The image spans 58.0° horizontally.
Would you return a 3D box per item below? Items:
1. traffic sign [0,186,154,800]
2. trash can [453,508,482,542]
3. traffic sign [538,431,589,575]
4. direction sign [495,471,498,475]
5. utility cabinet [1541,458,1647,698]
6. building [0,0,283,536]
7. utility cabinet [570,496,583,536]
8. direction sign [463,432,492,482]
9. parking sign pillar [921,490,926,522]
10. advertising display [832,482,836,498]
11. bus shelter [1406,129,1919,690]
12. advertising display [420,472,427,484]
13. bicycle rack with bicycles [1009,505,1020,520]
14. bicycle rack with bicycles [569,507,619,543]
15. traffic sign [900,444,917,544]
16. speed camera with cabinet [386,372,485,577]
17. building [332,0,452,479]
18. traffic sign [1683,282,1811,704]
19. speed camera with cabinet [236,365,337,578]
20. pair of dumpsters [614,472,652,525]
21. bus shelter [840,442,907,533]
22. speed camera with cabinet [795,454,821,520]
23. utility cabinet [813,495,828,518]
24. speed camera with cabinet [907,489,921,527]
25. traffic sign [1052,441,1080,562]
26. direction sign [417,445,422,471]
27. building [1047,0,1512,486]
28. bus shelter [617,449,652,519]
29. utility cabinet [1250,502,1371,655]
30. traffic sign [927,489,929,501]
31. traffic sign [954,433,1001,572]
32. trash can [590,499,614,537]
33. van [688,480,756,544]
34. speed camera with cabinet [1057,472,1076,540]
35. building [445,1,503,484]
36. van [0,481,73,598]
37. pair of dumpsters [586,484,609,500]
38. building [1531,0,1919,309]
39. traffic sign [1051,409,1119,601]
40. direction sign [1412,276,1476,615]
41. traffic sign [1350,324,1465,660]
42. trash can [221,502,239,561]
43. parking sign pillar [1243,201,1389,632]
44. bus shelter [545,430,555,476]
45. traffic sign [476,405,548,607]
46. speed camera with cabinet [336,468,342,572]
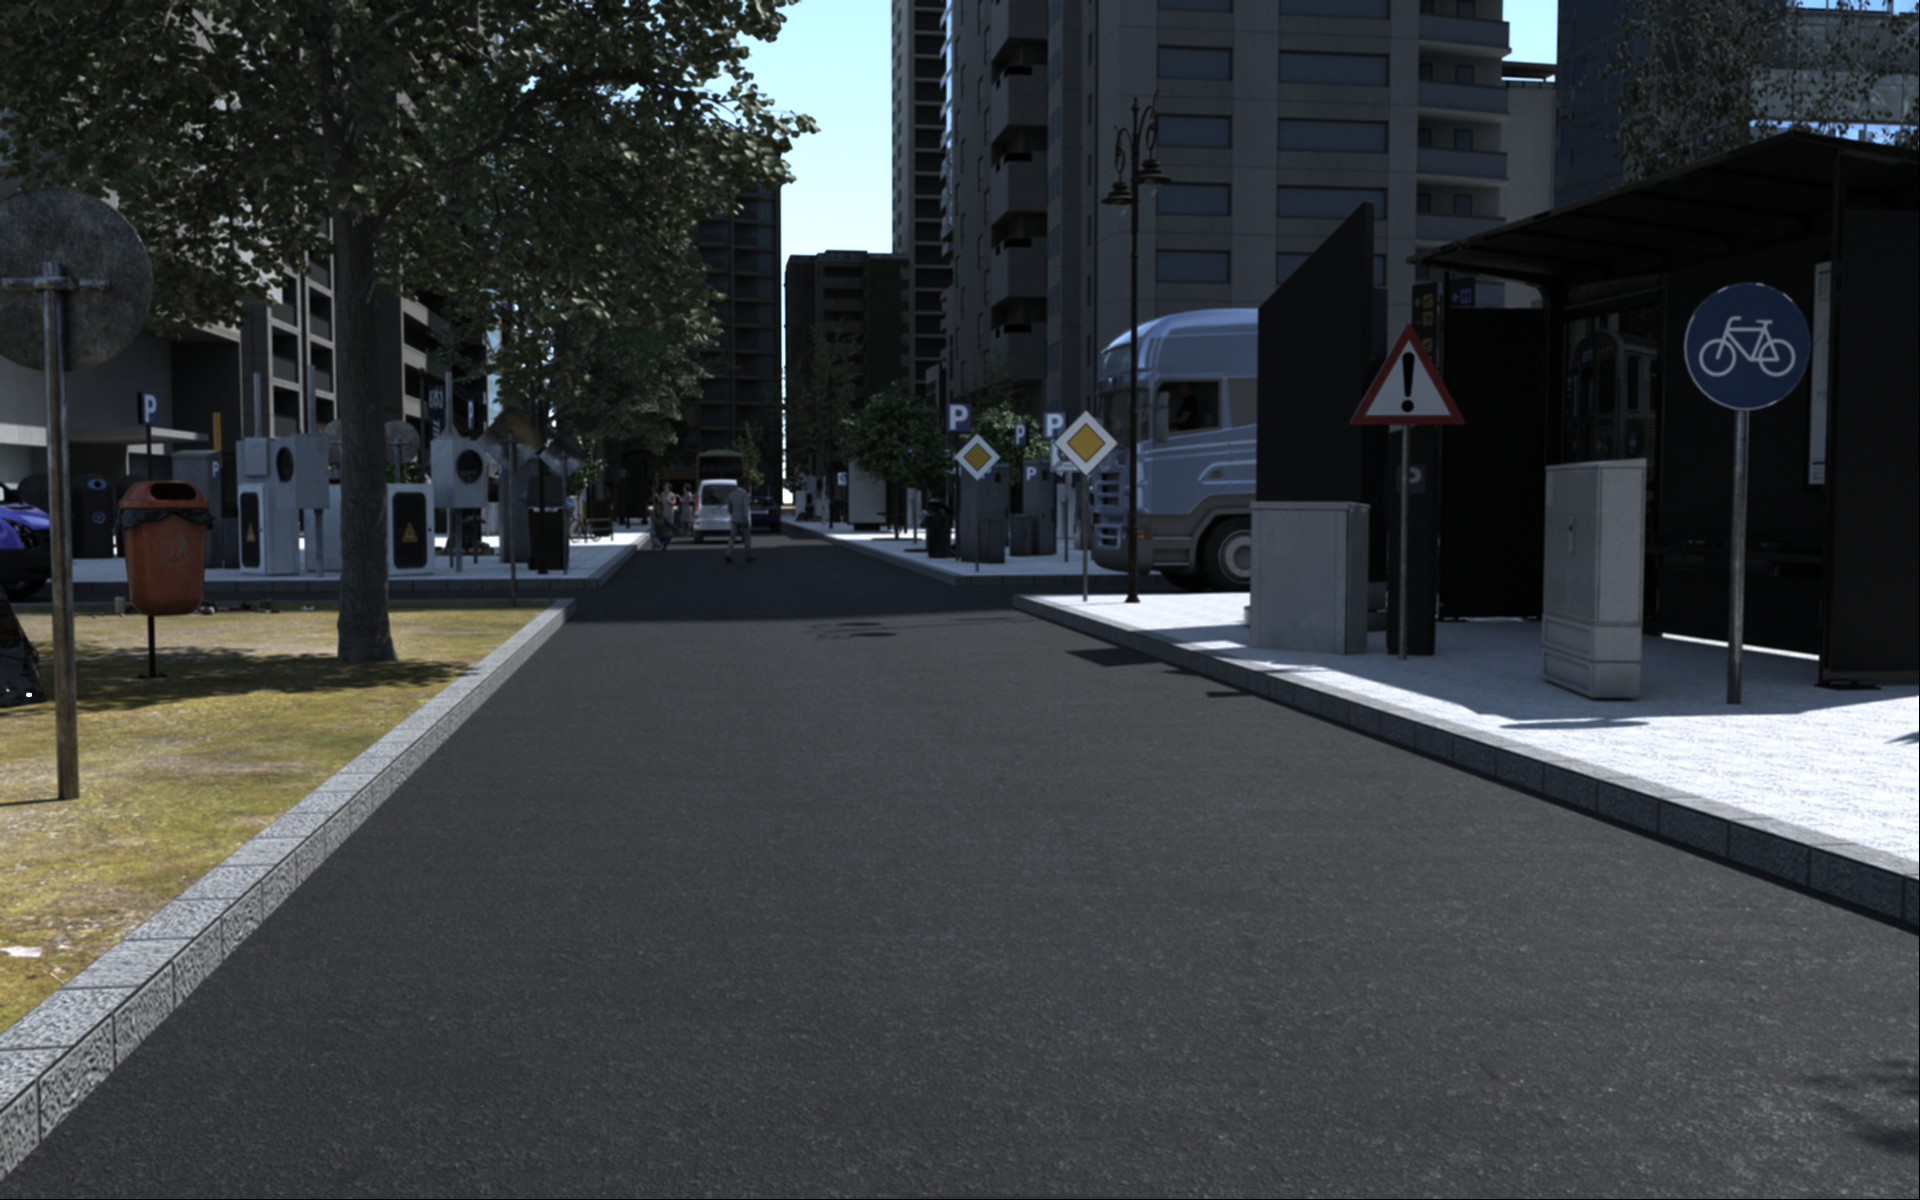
[{"bbox_3d":[-3.753,-0.435,7.213,0.768,2.556,0.104,0,4,-8],"label":"traffic sign"},{"bbox_3d":[-11.083,-1.671,38.977,0.748,1.137,0.748,0,3,0],"label":"trash can"},{"bbox_3d":[-6.290,-1.462,27.552,0.795,2.450,0.064,-1,4,-9],"label":"traffic sign"},{"bbox_3d":[-19.464,-4.889,71.937,0.876,3.537,0.379,-1,4,-16],"label":"direction sign"},{"bbox_3d":[4.085,-0.157,11.245,0.318,1.500,1.173,0,4,4],"label":"utility cabinet"},{"bbox_3d":[-37.993,-28.410,53.742,28.713,52.752,27.495,-1,4,-9],"label":"building"},{"bbox_3d":[-12.096,-2.567,53.140,1.020,1.237,0.306,-3,4,-38],"label":"utility cabinet"},{"bbox_3d":[-17.754,-4.378,63.585,0.876,3.537,0.379,-1,4,-16],"label":"direction sign"},{"bbox_3d":[-1.975,-5.119,72.164,1.447,3.967,1.447,-3,4,-38],"label":"parking sign pillar"},{"bbox_3d":[-6.664,-5.295,91.793,0.123,1.923,0.974,0,3,0],"label":"advertising display"},{"bbox_3d":[5.748,-1.415,14.414,1.731,3.624,6.357,-1,4,-9],"label":"bus shelter"},{"bbox_3d":[-15.617,-2.768,50.471,0.123,1.923,0.974,-1,4,-12],"label":"advertising display"},{"bbox_3d":[3.663,-4.033,79.319,2.925,0.926,2.852,0,4,0],"label":"bicycle rack with bicycles"},{"bbox_3d":[-10.670,-2.014,46.315,2.852,0.926,2.925,1,4,12],"label":"bicycle rack with bicycles"},{"bbox_3d":[-1.148,-2.709,44.405,0.768,2.556,0.104,0,4,-1],"label":"traffic sign"},{"bbox_3d":[-8.501,-2.029,27.517,0.660,3.252,2.038,2,4,32],"label":"speed camera with cabinet"},{"bbox_3d":[-44.553,-29.650,108.473,21.300,48.544,21.600,-1,4,-9],"label":"building"},{"bbox_3d":[4.737,-0.637,10.522,0.768,2.556,0.104,0,4,-1],"label":"traffic sign"},{"bbox_3d":[-10.566,-1.997,26.991,2.038,3.252,0.660,3,5,44],"label":"speed camera with cabinet"},{"bbox_3d":[-13.853,-4.335,73.375,1.574,2.255,4.437,-1,4,-9],"label":"pair of dumpsters"},{"bbox_3d":[-2.844,-3.956,58.610,2.014,3.302,5.546,-1,4,-9],"label":"bus shelter"},{"bbox_3d":[-7.443,-5.552,85.107,0.660,3.252,2.038,1,4,18],"label":"speed camera with cabinet"},{"bbox_3d":[-7.706,-5.087,94.338,1.020,1.237,0.306,1,4,12],"label":"utility cabinet"},{"bbox_3d":[-1.939,-4.549,68.713,0.660,3.252,2.038,0,4,6],"label":"speed camera with cabinet"},{"bbox_3d":[2.004,-1.862,32.578,0.606,2.300,0.079,0,4,0],"label":"traffic sign"},{"bbox_3d":[-25.075,-5.411,80.461,0.379,3.537,0.876,-2,4,-30],"label":"direction sign"},{"bbox_3d":[15.292,-33.616,91.622,21.231,58.520,28.212,-1,4,-9],"label":"building"},{"bbox_3d":[-17.006,-6.097,90.975,1.731,3.624,6.357,-1,4,-9],"label":"bus shelter"},{"bbox_3d":[2.860,-0.186,14.208,0.306,1.237,1.020,-3,5,-40],"label":"utility cabinet"},{"bbox_3d":[-1.159,-3.680,62.291,0.606,2.300,0.079,0,4,-3],"label":"traffic sign"},{"bbox_3d":[0.281,-1.523,28.537,0.795,2.450,0.064,-1,4,-9],"label":"traffic sign"},{"bbox_3d":[-10.801,-2.483,52.251,0.748,1.137,0.748,0,3,0],"label":"trash can"},{"bbox_3d":[-7.082,-2.725,51.557,2.013,2.044,4.112,0,4,-7],"label":"van"},{"bbox_3d":[2.997,-3.354,49.180,0.660,3.252,2.038,1,4,19],"label":"speed camera with cabinet"},{"bbox_3d":[-48.394,-30.694,151.955,14.200,45.320,14.600,-1,4,-9],"label":"building"},{"bbox_3d":[-14.726,-1.139,23.012,5.245,2.365,2.240,0,4,-7],"label":"van"},{"bbox_3d":[-20.402,-5.751,96.524,1.574,2.255,4.437,-1,4,-9],"label":"pair of dumpsters"},{"bbox_3d":[34.657,-45.474,56.167,31.000,86.520,22.319,-1,4,-9],"label":"building"},{"bbox_3d":[1.493,-1.040,20.644,0.795,2.450,0.064,-1,4,-9],"label":"traffic sign"},{"bbox_3d":[5.129,-1.620,18.488,0.379,3.537,0.876,-2,4,-30],"label":"direction sign"},{"bbox_3d":[3.427,-0.815,13.334,0.884,2.594,0.081,0,4,-1],"label":"traffic sign"},{"bbox_3d":[-13.342,-1.245,32.017,0.748,1.137,0.748,0,3,0],"label":"trash can"},{"bbox_3d":[3.477,-1.723,16.649,1.447,3.967,1.447,-3,4,-38],"label":"parking sign pillar"},{"bbox_3d":[-16.252,-4.557,65.788,1.731,3.624,6.357,-1,4,-9],"label":"bus shelter"},{"bbox_3d":[-5.078,-0.980,19.659,0.795,2.450,0.064,-1,4,-9],"label":"traffic sign"},{"bbox_3d":[-10.805,-2.095,28.596,2.038,3.252,0.660,0,4,-3],"label":"speed camera with cabinet"}]
